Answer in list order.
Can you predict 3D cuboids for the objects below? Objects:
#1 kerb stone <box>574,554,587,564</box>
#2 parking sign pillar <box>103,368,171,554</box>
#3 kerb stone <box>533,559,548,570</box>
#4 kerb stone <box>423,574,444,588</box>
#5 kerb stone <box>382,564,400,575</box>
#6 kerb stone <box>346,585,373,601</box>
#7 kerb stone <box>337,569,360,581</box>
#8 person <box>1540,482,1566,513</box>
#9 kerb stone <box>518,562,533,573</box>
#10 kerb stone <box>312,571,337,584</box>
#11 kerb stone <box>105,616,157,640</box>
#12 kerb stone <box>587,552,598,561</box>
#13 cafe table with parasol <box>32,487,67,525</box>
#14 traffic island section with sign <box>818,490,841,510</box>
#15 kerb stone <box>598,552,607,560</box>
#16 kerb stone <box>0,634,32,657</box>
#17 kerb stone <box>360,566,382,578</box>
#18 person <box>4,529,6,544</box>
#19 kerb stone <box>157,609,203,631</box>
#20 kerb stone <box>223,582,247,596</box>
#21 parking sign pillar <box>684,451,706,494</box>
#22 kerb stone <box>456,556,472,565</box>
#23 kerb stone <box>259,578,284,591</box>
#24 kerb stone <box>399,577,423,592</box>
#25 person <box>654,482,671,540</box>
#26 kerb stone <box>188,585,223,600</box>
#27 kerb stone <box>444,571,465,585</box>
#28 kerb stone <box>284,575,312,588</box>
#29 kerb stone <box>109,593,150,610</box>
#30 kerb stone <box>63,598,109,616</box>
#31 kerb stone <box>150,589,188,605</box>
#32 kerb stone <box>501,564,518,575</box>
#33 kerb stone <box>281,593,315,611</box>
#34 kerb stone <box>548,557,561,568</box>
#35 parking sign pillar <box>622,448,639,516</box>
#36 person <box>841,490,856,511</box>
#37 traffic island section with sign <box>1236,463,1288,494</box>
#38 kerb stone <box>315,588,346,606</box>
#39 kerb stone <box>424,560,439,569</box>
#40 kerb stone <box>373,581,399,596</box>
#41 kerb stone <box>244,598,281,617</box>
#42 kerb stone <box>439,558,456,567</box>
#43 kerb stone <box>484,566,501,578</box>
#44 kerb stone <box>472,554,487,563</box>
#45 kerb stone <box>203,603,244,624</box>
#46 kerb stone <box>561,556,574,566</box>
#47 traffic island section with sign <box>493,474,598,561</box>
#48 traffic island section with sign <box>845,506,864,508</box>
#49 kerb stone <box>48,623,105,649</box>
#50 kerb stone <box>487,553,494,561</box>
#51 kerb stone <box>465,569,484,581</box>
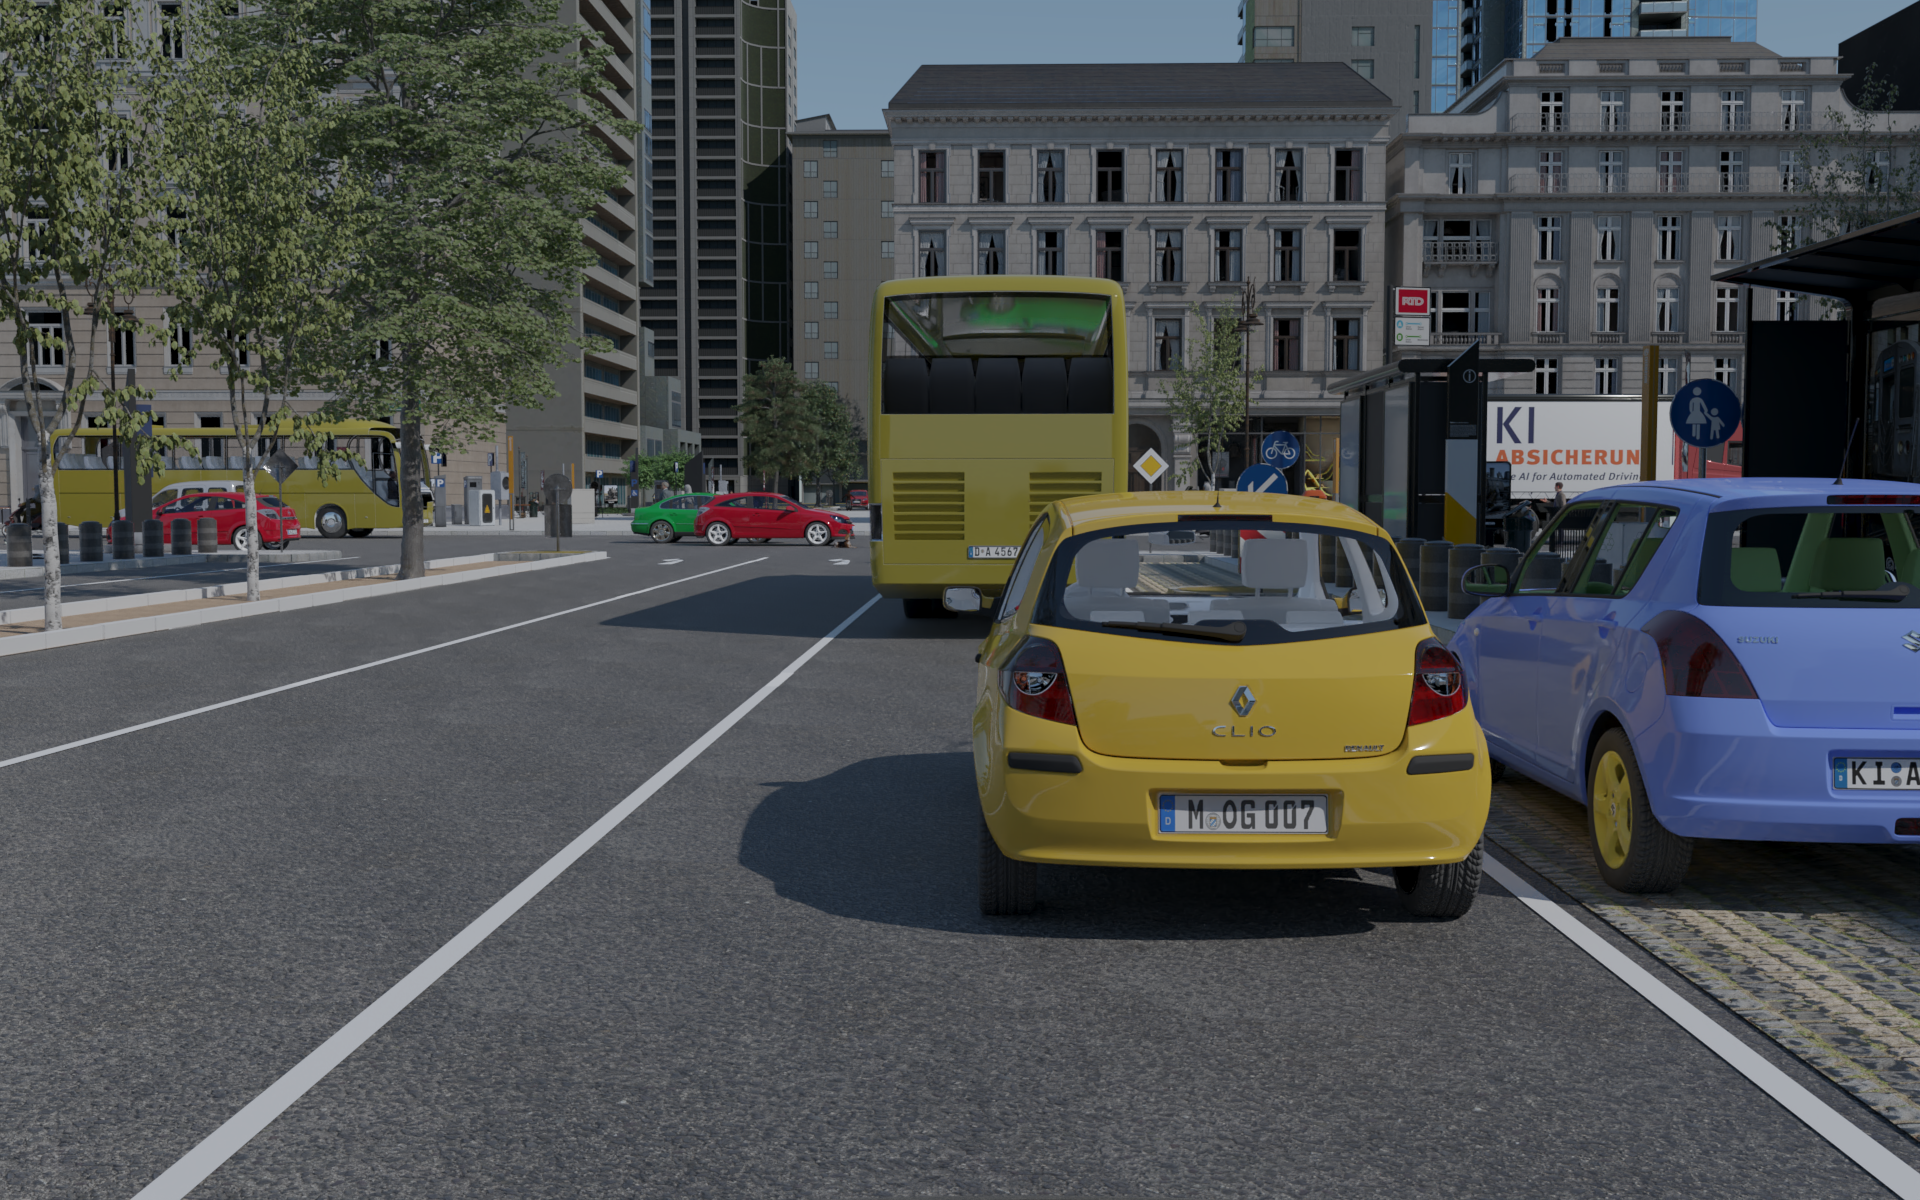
[{"bbox_3d":[-7.997,-0.845,36.006,0.120,0.150,1.000,0,4,1],"label":"kerb stone"},{"bbox_3d":[-18.000,-3.022,37.889,1.447,3.967,1.447,-2,4,-32],"label":"parking sign pillar"},{"bbox_3d":[-8.068,-0.652,32.926,0.120,0.150,1.000,0,4,1],"label":"kerb stone"},{"bbox_3d":[-8.225,-0.278,26.748,0.120,0.150,1.000,0,4,1],"label":"kerb stone"},{"bbox_3d":[-10.223,-0.530,30.877,0.120,0.150,1.000,0,4,1],"label":"kerb stone"},{"bbox_3d":[-8.297,-0.090,23.674,0.120,0.150,1.000,0,4,1],"label":"kerb stone"},{"bbox_3d":[-10.276,-0.405,28.824,0.120,0.150,1.000,0,4,1],"label":"kerb stone"},{"bbox_3d":[15.986,-2.304,46.702,0.750,1.759,0.617,2,4,27],"label":"person"},{"bbox_3d":[-8.101,-0.587,31.894,0.120,0.150,1.000,0,4,1],"label":"kerb stone"},{"bbox_3d":[-10.301,-0.336,27.800,0.120,0.150,1.000,0,4,1],"label":"kerb stone"},{"bbox_3d":[-8.445,0.287,17.510,0.120,0.150,1.000,0,4,1],"label":"kerb stone"},{"bbox_3d":[-7.972,-0.907,37.034,0.120,0.150,1.000,0,4,1],"label":"kerb stone"},{"bbox_3d":[-37.246,-4.089,71.714,2.610,1.966,2.610,1,4,22],"label":"cafe table with parasol"},{"bbox_3d":[-11.712,-8.993,155.667,1.989,1.847,2.006,0,4,1],"label":"traffic island section with sign"},{"bbox_3d":[-7.942,-0.971,38.063,0.120,0.150,1.000,0,4,1],"label":"kerb stone"},{"bbox_3d":[-8.498,0.412,15.457,0.120,0.150,1.000,0,4,1],"label":"kerb stone"},{"bbox_3d":[-10.250,-0.468,29.853,0.120,0.150,1.000,0,4,1],"label":"kerb stone"},{"bbox_3d":[-26.975,-1.852,49.261,0.357,0.543,0.381,-1,4,-11],"label":"person"},{"bbox_3d":[-8.419,0.226,18.541,0.120,0.150,1.000,0,4,1],"label":"kerb stone"},{"bbox_3d":[-10.372,-0.154,24.719,0.120,0.150,1.000,0,4,1],"label":"kerb stone"},{"bbox_3d":[-16.497,-7.299,107.808,1.447,3.967,1.447,1,4,22],"label":"parking sign pillar"},{"bbox_3d":[-10.122,-0.781,34.980,0.120,0.150,1.000,0,4,1],"label":"kerb stone"},{"bbox_3d":[-10.350,-0.217,25.750,0.120,0.150,1.000,0,4,1],"label":"kerb stone"},{"bbox_3d":[-8.247,-0.213,25.723,0.120,0.150,1.000,0,4,1],"label":"kerb stone"},{"bbox_3d":[-9.080,-2.700,52.821,0.590,1.801,0.661,0,4,5],"label":"person"},{"bbox_3d":[-10.401,-0.082,23.694,0.120,0.150,1.000,0,4,1],"label":"kerb stone"},{"bbox_3d":[-8.193,-0.340,27.772,0.120,0.150,1.000,0,4,1],"label":"kerb stone"},{"bbox_3d":[-10.324,-0.280,26.775,0.120,0.150,1.000,0,4,1],"label":"kerb stone"},{"bbox_3d":[-10.451,0.035,21.627,0.120,0.150,1.000,0,4,1],"label":"kerb stone"},{"bbox_3d":[-10.470,0.098,20.603,0.120,0.150,1.000,0,4,1],"label":"kerb stone"},{"bbox_3d":[-10.430,-0.028,22.662,0.120,0.150,1.000,0,4,1],"label":"kerb stone"},{"bbox_3d":[-8.127,-0.530,30.868,0.120,0.150,1.000,0,4,1],"label":"kerb stone"},{"bbox_3d":[-8.341,0.036,21.614,0.120,0.150,1.000,0,4,1],"label":"kerb stone"},{"bbox_3d":[-8.051,-0.719,33.952,0.120,0.150,1.000,0,4,1],"label":"kerb stone"},{"bbox_3d":[-18.797,-6.825,100.053,1.447,3.967,1.447,-1,4,-9],"label":"parking sign pillar"},{"bbox_3d":[-8.427,-7.445,131.043,1.217,1.723,0.721,-1,4,-12],"label":"person"},{"bbox_3d":[3.807,-0.886,23.111,1.989,1.847,2.006,0,4,1],"label":"traffic island section with sign"},{"bbox_3d":[-8.316,-0.027,22.639,0.120,0.150,1.000,0,4,1],"label":"kerb stone"},{"bbox_3d":[-10.175,-0.649,32.931,0.120,0.150,1.000,0,4,1],"label":"kerb stone"},{"bbox_3d":[-8.271,-0.148,24.699,0.120,0.150,1.000,0,4,1],"label":"kerb stone"},{"bbox_3d":[-8.374,0.102,20.590,0.120,0.150,1.000,0,4,1],"label":"kerb stone"},{"bbox_3d":[-10.154,-0.719,33.956,0.120,0.150,1.000,0,4,1],"label":"kerb stone"},{"bbox_3d":[-8.151,-0.462,29.830,0.120,0.150,1.000,0,4,1],"label":"kerb stone"},{"bbox_3d":[-10.100,-0.838,36.012,0.120,0.150,1.000,0,4,1],"label":"kerb stone"},{"bbox_3d":[-8.398,0.162,19.565,0.120,0.150,1.000,0,4,1],"label":"kerb stone"},{"bbox_3d":[-8.028,-0.782,34.977,0.120,0.150,1.000,0,4,1],"label":"kerb stone"},{"bbox_3d":[-8.995,-1.831,38.067,2.006,1.907,1.989,0,4,1],"label":"traffic island section with sign"},{"bbox_3d":[-11.067,-10.641,182.615,1.989,1.847,2.006,0,4,1],"label":"traffic island section with sign"},{"bbox_3d":[-8.477,0.353,16.482,0.120,0.150,1.000,0,4,1],"label":"kerb stone"},{"bbox_3d":[-10.072,-0.908,37.036,0.120,0.150,1.000,0,4,1],"label":"kerb stone"},{"bbox_3d":[-8.170,-0.404,28.802,0.120,0.150,1.000,0,4,1],"label":"kerb stone"}]
